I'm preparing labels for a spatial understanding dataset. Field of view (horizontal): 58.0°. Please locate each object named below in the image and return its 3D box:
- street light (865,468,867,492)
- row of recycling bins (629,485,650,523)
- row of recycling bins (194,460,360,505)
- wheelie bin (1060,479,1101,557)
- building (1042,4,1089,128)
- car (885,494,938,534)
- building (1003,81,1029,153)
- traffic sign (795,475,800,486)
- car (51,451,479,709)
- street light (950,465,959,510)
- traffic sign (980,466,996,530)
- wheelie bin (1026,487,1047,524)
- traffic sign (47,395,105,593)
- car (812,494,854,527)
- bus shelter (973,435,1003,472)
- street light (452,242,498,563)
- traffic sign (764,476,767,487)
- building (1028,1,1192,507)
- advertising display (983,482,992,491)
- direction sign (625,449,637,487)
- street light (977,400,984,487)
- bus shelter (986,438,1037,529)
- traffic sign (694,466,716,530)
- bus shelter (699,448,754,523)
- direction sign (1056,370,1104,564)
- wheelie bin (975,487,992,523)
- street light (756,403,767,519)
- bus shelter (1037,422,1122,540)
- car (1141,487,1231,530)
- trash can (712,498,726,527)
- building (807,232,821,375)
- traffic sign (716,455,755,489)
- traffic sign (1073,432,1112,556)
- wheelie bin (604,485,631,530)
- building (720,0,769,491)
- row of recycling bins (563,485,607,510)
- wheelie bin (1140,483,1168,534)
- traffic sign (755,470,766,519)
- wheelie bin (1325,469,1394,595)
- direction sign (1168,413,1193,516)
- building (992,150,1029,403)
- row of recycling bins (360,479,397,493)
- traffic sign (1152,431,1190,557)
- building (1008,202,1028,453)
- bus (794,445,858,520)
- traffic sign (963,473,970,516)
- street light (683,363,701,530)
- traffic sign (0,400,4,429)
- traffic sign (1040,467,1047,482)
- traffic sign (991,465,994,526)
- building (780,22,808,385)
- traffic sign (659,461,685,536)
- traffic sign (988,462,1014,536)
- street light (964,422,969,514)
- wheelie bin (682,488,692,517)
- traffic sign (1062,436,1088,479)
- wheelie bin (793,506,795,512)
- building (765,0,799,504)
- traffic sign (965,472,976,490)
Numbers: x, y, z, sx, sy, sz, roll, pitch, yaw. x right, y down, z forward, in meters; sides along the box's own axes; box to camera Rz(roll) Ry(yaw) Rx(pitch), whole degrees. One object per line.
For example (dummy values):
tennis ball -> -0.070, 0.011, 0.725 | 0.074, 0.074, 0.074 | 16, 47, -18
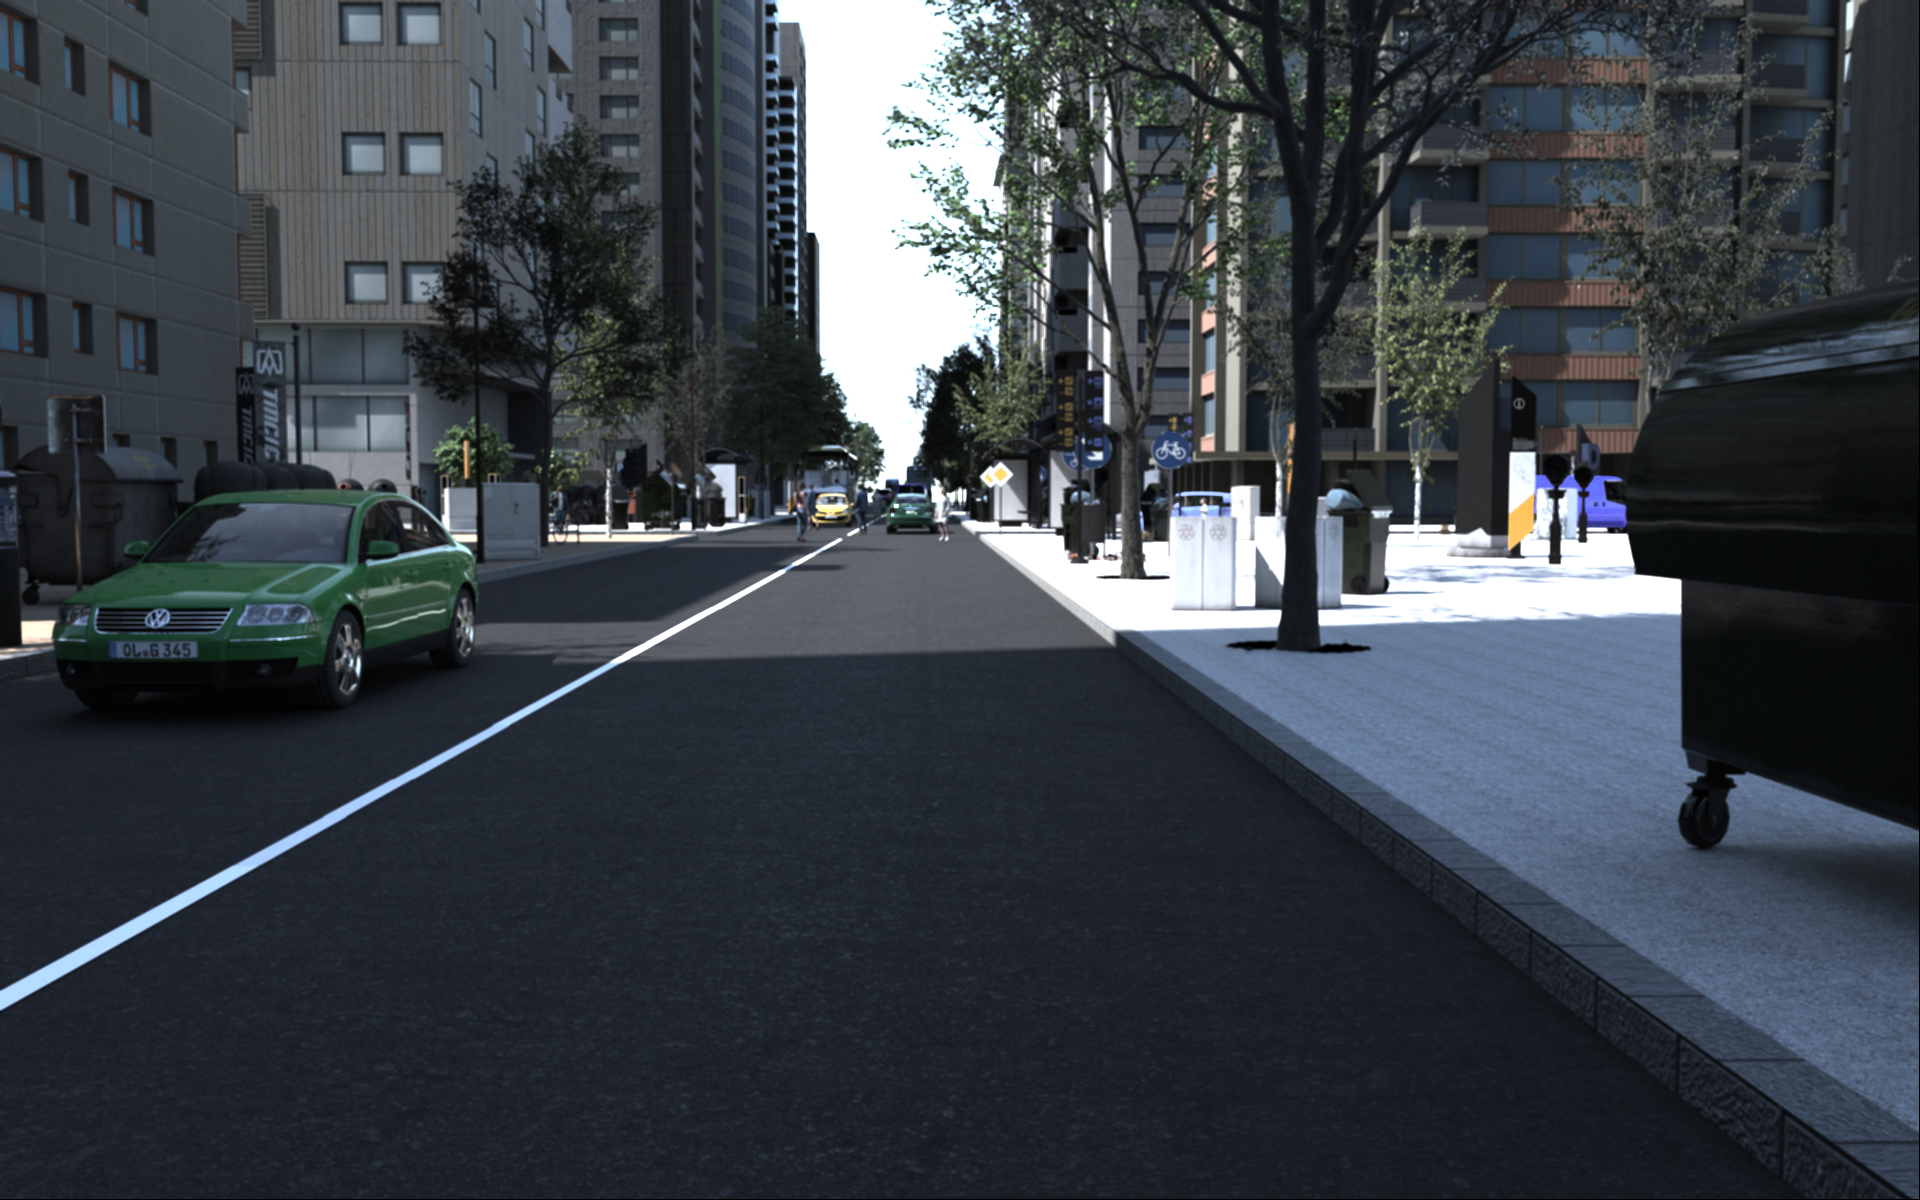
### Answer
street light -> -13.416, -16.819, 247.785 | 0.468, 5.910, 1.993 | 0, 4, -1
row of recycling bins -> -14.399, -4.342, 78.096 | 1.069, 1.692, 3.534 | 0, 4, -7
row of recycling bins -> -9.000, -0.955, 22.734 | 1.069, 1.692, 3.534 | 0, 4, -2
wheelie bin -> 2.469, -1.692, 35.567 | 0.693, 1.594, 0.980 | -2, 4, -26
building -> 21.901, -35.063, 162.513 | 28.713, 52.752, 27.495 | 0, 4, -1
car -> -1.743, -3.196, 64.045 | 2.131, 1.459, 4.920 | 0, 4, 0
building -> 15.521, -51.787, 284.961 | 20.563, 71.187, 20.611 | 0, 4, -1
traffic sign -> -10.596, -6.937, 113.521 | 0.768, 2.556, 0.104 | 0, 4, 7
car -> -4.971, -0.255, 12.961 | 1.959, 1.807, 4.718 | 0, 4, 0
street light -> -0.544, -11.361, 158.539 | 0.468, 5.910, 1.993 | 0, 4, -1
traffic sign -> 1.083, -3.534, 61.431 | 0.795, 2.450, 0.064 | 0, 4, -1
wheelie bin -> 3.227, -4.046, 74.065 | 0.980, 1.594, 0.693 | 0, 4, -7
traffic sign -> -9.153, -0.968, 17.961 | 0.606, 2.300, 0.079 | 0, 4, 3
car -> -5.622, -4.039, 76.267 | 2.015, 1.641, 3.980 | 0, 4, -2
bus shelter -> 1.943, -8.408, 115.099 | 2.179, 5.291, 8.768 | 0, 4, -1
street light -> -8.914, -3.622, 32.006 | 0.468, 5.910, 1.993 | 0, 4, -1
traffic sign -> -10.997, -5.743, 96.023 | 0.606, 2.300, 0.079 | 0, 4, 4
building -> 17.982, -39.637, 190.061 | 21.231, 58.520, 28.212 | 0, 4, -1
advertising display -> 1.718, -5.473, 94.693 | 0.974, 1.923, 0.123 | 0, 4, -8
direction sign -> -16.396, -5.776, 86.440 | 0.876, 3.537, 0.379 | 3, 5, 42
street light -> 1.047, -6.740, 82.992 | 0.468, 5.910, 1.993 | 0, 4, -1
bus shelter -> 2.086, -4.348, 65.011 | 2.014, 3.302, 5.546 | 0, 4, -1
traffic sign -> -9.009, -3.523, 61.237 | 0.795, 2.450, 0.064 | 0, 4, -1
bus shelter -> -10.692, -5.210, 79.103 | 2.014, 3.302, 5.546 | 0, 4, -1
direction sign -> 2.201, -2.437, 31.837 | 0.876, 3.537, 0.379 | 0, 4, -3
wheelie bin -> 1.115, -4.276, 77.817 | 0.693, 1.594, 0.980 | -2, 4, -25
street light -> -10.024, -7.026, 87.667 | 0.468, 5.910, 1.993 | 0, 4, -1
bus shelter -> 3.505, -3.447, 50.282 | 2.014, 3.302, 5.546 | 0, 4, -1
car -> 7.672, -2.993, 58.530 | 3.694, 1.707, 1.945 | 0, 4, -2
trash can -> -9.413, -3.392, 67.108 | 0.748, 1.137, 0.748 | 0, 3, 0
building -> -30.319, -38.908, 286.254 | 14.600, 45.320, 14.200 | 0, 4, -1
traffic sign -> -11.657, -5.823, 89.080 | 2.265, 3.308, 0.079 | 0, 4, 0
traffic sign -> 2.653, -2.120, 34.761 | 0.768, 2.556, 0.104 | 0, 4, 4
wheelie bin -> -12.287, -3.305, 61.948 | 0.980, 1.594, 0.693 | -2, 4, -35
building -> -30.679, -38.392, 169.705 | 21.231, 58.520, 28.212 | 0, 4, -1
row of recycling bins -> -17.183, -4.389, 78.869 | 3.534, 1.692, 1.069 | 2, 4, 35
wheelie bin -> 5.603, -2.560, 49.766 | 0.693, 1.594, 0.980 | -2, 4, -29
traffic sign -> -10.502, -5.530, 90.519 | 0.768, 2.556, 0.104 | 0, 4, 4
wheelie bin -> 5.091, -0.875, 22.212 | 0.693, 1.594, 0.980 | 3, 5, 40
direction sign -> 6.162, -3.454, 48.474 | 0.379, 3.537, 0.876 | -3, 5, -44
building -> 19.737, -41.104, 261.284 | 28.713, 52.752, 27.495 | 0, 4, -1
row of recycling bins -> -17.095, -2.446, 47.106 | 3.534, 1.692, 1.069 | 0, 4, -5
traffic sign -> 4.254, -2.136, 35.036 | 0.768, 2.556, 0.104 | 0, 4, 4
building -> 13.660, -34.069, 240.615 | 14.154, 41.232, 14.086 | 0, 4, -1
bus -> -6.850, -6.102, 91.307 | 2.896, 3.916, 12.252 | 0, 4, -1
traffic sign -> 0.586, -6.244, 102.198 | 0.768, 2.556, 0.104 | 0, 4, 0
street light -> -9.482, -5.420, 61.398 | 0.468, 5.910, 1.993 | 0, 4, -1
traffic sign -> -10.943, -1.164, 19.133 | 0.768, 2.556, 0.104 | 0, 4, 0
traffic sign -> 3.592, -4.850, 79.396 | 0.768, 2.556, 0.104 | 0, 4, 1
traffic sign -> 1.362, -4.288, 70.120 | 0.884, 2.594, 0.081 | 0, 4, 6
building -> -31.906, -50.752, 268.054 | 20.563, 71.187, 20.611 | 0, 4, -1
traffic sign -> -8.839, -3.034, 53.254 | 0.795, 2.450, 0.064 | 0, 4, -1
traffic sign -> 1.254, -3.046, 53.448 | 0.795, 2.450, 0.064 | 0, 4, -1
street light -> 0.466, -8.350, 109.307 | 0.468, 5.910, 1.993 | 0, 4, -1
wheelie bin -> -14.928, -5.341, 95.240 | 0.980, 1.594, 0.693 | 2, 4, 27
traffic sign -> 2.611, -2.315, 37.957 | 0.768, 2.556, 0.104 | 0, 4, -1
wheelie bin -> -11.857, -7.275, 126.857 | 0.980, 1.594, 0.693 | -1, 4, -12
building -> -32.706, -56.781, 241.047 | 22.319, 86.520, 31.000 | 0, 4, -1
traffic sign -> 0.651, -6.176, 101.076 | 0.768, 2.556, 0.104 | 0, 4, 3
